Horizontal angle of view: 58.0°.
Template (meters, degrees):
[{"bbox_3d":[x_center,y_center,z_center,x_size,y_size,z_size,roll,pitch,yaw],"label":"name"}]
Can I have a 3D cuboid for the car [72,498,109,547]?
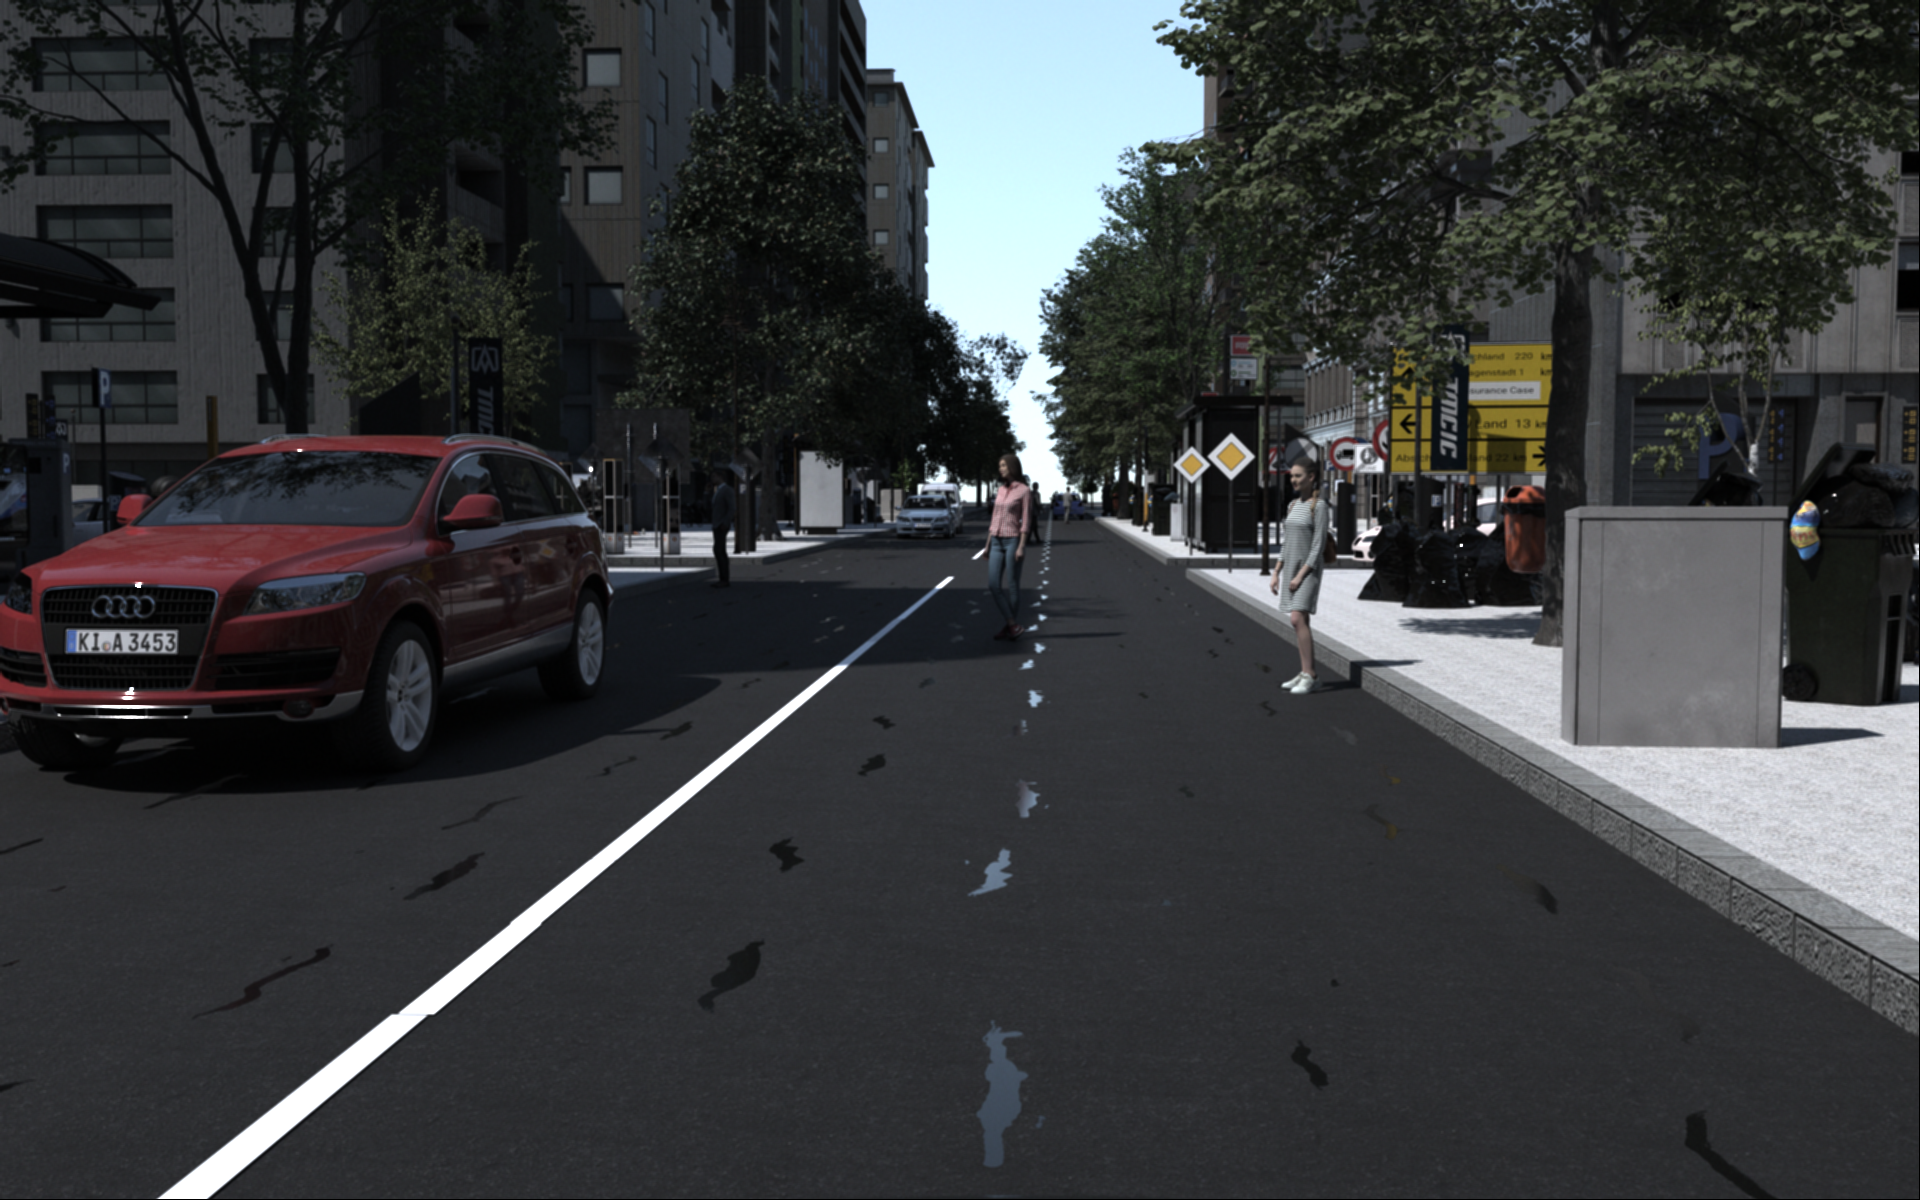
[{"bbox_3d":[-16.774,-1.298,33.588,4.827,1.381,2.083,0,4,4],"label":"car"}]

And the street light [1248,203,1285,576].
[{"bbox_3d":[4.824,-3.327,27.176,0.468,5.910,1.993,0,4,3],"label":"street light"}]

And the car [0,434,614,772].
[{"bbox_3d":[-3.704,-0.124,10.699,2.281,1.827,5.304,0,4,5],"label":"car"}]

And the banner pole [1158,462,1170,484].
[{"bbox_3d":[10.984,-6.276,92.625,0.863,3.779,0.401,1,4,16],"label":"banner pole"}]

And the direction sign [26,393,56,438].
[{"bbox_3d":[-20.841,-2.897,39.358,0.379,3.537,0.876,1,4,12],"label":"direction sign"}]

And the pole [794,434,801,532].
[{"bbox_3d":[-5.520,-3.974,58.812,0.158,3.312,0.155,0,3,0],"label":"pole"}]

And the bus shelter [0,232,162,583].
[{"bbox_3d":[-7.582,-1.063,11.305,2.014,3.302,5.546,0,4,3],"label":"bus shelter"}]

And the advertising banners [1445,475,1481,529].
[{"bbox_3d":[7.101,-1.738,24.609,0.090,3.025,2.074,0,4,3],"label":"advertising banners"}]

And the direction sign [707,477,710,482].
[{"bbox_3d":[-16.185,-7.169,109.207,0.876,3.537,0.379,1,4,18],"label":"direction sign"}]

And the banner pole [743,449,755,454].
[{"bbox_3d":[-10.785,-6.003,88.174,0.863,3.779,0.401,1,4,15],"label":"banner pole"}]

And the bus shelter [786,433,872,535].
[{"bbox_3d":[-4.259,-3.833,56.596,2.014,3.302,5.546,0,4,3],"label":"bus shelter"}]

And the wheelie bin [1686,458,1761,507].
[{"bbox_3d":[6.880,-0.473,15.643,0.693,1.594,0.980,1,4,22],"label":"wheelie bin"}]

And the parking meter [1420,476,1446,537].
[{"bbox_3d":[6.737,-1.000,24.753,0.372,1.533,0.369,0,3,0],"label":"parking meter"}]

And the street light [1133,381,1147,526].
[{"bbox_3d":[7.110,-5.857,68.546,0.468,5.910,1.993,0,4,3],"label":"street light"}]

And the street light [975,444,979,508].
[{"bbox_3d":[1.532,-11.175,155.491,0.468,5.910,1.993,0,4,3],"label":"street light"}]

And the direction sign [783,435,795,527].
[{"bbox_3d":[-6.591,-4.591,67.057,0.379,3.537,0.876,-3,5,-41],"label":"direction sign"}]

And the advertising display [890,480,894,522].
[{"bbox_3d":[-3.147,-4.579,80.081,0.123,1.923,0.974,0,4,-5],"label":"advertising display"}]

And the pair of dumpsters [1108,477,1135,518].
[{"bbox_3d":[8.981,-5.674,95.256,1.574,2.255,4.437,0,4,3],"label":"pair of dumpsters"}]

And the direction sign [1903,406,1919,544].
[{"bbox_3d":[24.688,-3.214,44.550,0.876,3.537,0.379,3,5,44],"label":"direction sign"}]

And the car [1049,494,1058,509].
[{"bbox_3d":[9.706,-9.506,167.223,2.131,1.459,4.920,0,4,1],"label":"car"}]

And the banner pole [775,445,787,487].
[{"bbox_3d":[-9.046,-5.942,87.173,0.863,3.779,0.401,1,4,19],"label":"banner pole"}]

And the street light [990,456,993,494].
[{"bbox_3d":[3.651,-13.670,196.293,0.468,5.910,1.993,0,4,3],"label":"street light"}]

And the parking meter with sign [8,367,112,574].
[{"bbox_3d":[-12.731,-1.696,23.984,1.738,3.016,0.543,-1,4,-9],"label":"parking meter with sign"}]

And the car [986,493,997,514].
[{"bbox_3d":[2.934,-7.116,125.379,2.155,1.783,4.494,0,4,1],"label":"car"}]

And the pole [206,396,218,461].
[{"bbox_3d":[-15.556,-2.584,36.097,0.158,3.312,0.155,0,3,0],"label":"pole"}]

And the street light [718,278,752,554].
[{"bbox_3d":[-4.797,-3.935,37.121,0.468,5.910,1.993,0,4,3],"label":"street light"}]

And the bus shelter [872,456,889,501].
[{"bbox_3d":[-4.937,-5.873,89.954,2.014,3.302,5.546,0,4,3],"label":"bus shelter"}]

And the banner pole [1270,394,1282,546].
[{"bbox_3d":[8.016,-3.269,43.470,0.401,3.779,0.863,1,4,16],"label":"banner pole"}]

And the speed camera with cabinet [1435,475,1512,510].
[{"bbox_3d":[11.781,-2.730,38.976,2.038,3.252,0.660,2,4,28],"label":"speed camera with cabinet"}]

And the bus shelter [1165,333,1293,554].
[{"bbox_3d":[6.268,-3.883,41.113,2.179,5.291,8.768,0,4,3],"label":"bus shelter"}]

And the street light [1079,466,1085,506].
[{"bbox_3d":[13.402,-13.082,186.675,0.468,5.910,1.993,0,4,3],"label":"street light"}]

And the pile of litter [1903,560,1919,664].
[{"bbox_3d":[7.635,0.019,13.660,1.176,0.858,1.719,2,4,32],"label":"pile of litter"}]

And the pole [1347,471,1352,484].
[{"bbox_3d":[15.165,-4.501,67.442,0.158,3.312,0.155,0,3,0],"label":"pole"}]

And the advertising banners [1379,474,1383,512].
[{"bbox_3d":[11.793,-3.202,48.545,0.090,3.025,2.074,1,4,12],"label":"advertising banners"}]

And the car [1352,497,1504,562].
[{"bbox_3d":[9.871,-1.247,32.744,4.827,1.381,2.083,0,4,4],"label":"car"}]

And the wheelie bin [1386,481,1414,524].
[{"bbox_3d":[10.490,-2.008,40.732,0.980,1.594,0.693,-3,5,-41],"label":"wheelie bin"}]

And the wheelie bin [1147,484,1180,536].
[{"bbox_3d":[6.293,-2.792,53.558,0.980,1.594,0.693,0,4,6],"label":"wheelie bin"}]

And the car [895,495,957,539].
[{"bbox_3d":[-1.080,-2.716,56.413,2.014,1.417,4.499,0,4,2],"label":"car"}]

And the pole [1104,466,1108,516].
[{"bbox_3d":[8.526,-6.563,101.146,0.158,3.312,0.155,0,3,0],"label":"pole"}]

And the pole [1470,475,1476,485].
[{"bbox_3d":[15.513,-3.580,52.373,0.158,3.312,0.155,0,3,0],"label":"pole"}]

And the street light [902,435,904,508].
[{"bbox_3d":[-2.628,-6.520,79.386,0.468,5.910,1.993,0,4,3],"label":"street light"}]

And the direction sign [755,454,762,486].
[{"bbox_3d":[-11.298,-6.501,98.282,0.876,3.537,0.379,0,4,-6],"label":"direction sign"}]

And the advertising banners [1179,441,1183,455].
[{"bbox_3d":[8.115,-3.753,57.552,2.074,3.025,0.090,-2,4,-28],"label":"advertising banners"}]

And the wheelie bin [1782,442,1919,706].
[{"bbox_3d":[5.531,-0.174,10.749,0.980,1.594,0.693,-3,5,-43],"label":"wheelie bin"}]

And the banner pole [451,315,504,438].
[{"bbox_3d":[-6.816,-2.100,24.346,0.863,3.779,0.401,-1,4,-12],"label":"banner pole"}]

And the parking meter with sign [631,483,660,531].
[{"bbox_3d":[-11.040,-3.920,60.346,1.738,3.016,0.543,-3,4,-37],"label":"parking meter with sign"}]

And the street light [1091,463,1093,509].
[{"bbox_3d":[11.061,-10.512,144.657,0.468,5.910,1.993,0,4,3],"label":"street light"}]

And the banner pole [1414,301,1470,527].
[{"bbox_3d":[6.202,-1.990,22.551,0.863,3.779,0.401,1,4,16],"label":"banner pole"}]

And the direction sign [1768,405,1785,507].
[{"bbox_3d":[20.896,-3.205,44.391,0.379,3.537,0.876,0,4,2],"label":"direction sign"}]

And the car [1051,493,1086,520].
[{"bbox_3d":[6.065,-5.330,96.744,1.945,1.707,3.694,0,4,3],"label":"car"}]

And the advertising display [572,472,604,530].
[{"bbox_3d":[-10.983,-2.793,50.880,0.974,1.923,0.123,0,4,-4],"label":"advertising display"}]

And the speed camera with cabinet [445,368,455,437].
[{"bbox_3d":[-7.404,-1.979,26.688,0.660,3.252,2.038,-2,4,-30],"label":"speed camera with cabinet"}]

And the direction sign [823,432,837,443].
[{"bbox_3d":[-4.478,-4.170,60.182,0.876,3.537,0.379,-2,4,-35],"label":"direction sign"}]

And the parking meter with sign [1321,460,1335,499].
[{"bbox_3d":[18.834,-5.709,89.608,0.543,3.016,1.738,0,4,-6],"label":"parking meter with sign"}]

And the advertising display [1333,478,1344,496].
[{"bbox_3d":[17.588,-4.588,80.228,0.123,1.923,0.974,3,5,44],"label":"advertising display"}]

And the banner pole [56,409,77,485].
[{"bbox_3d":[-26.222,-3.720,50.839,0.863,3.779,0.401,-3,5,-45],"label":"banner pole"}]

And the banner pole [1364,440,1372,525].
[{"bbox_3d":[16.876,-4.958,71.085,0.863,3.779,0.401,-2,4,-35],"label":"banner pole"}]

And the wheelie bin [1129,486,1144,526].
[{"bbox_3d":[7.394,-3.817,70.318,0.980,1.594,0.693,-1,4,-11],"label":"wheelie bin"}]

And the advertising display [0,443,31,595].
[{"bbox_3d":[-12.184,-1.027,22.005,0.123,1.923,0.974,0,4,7],"label":"advertising display"}]
